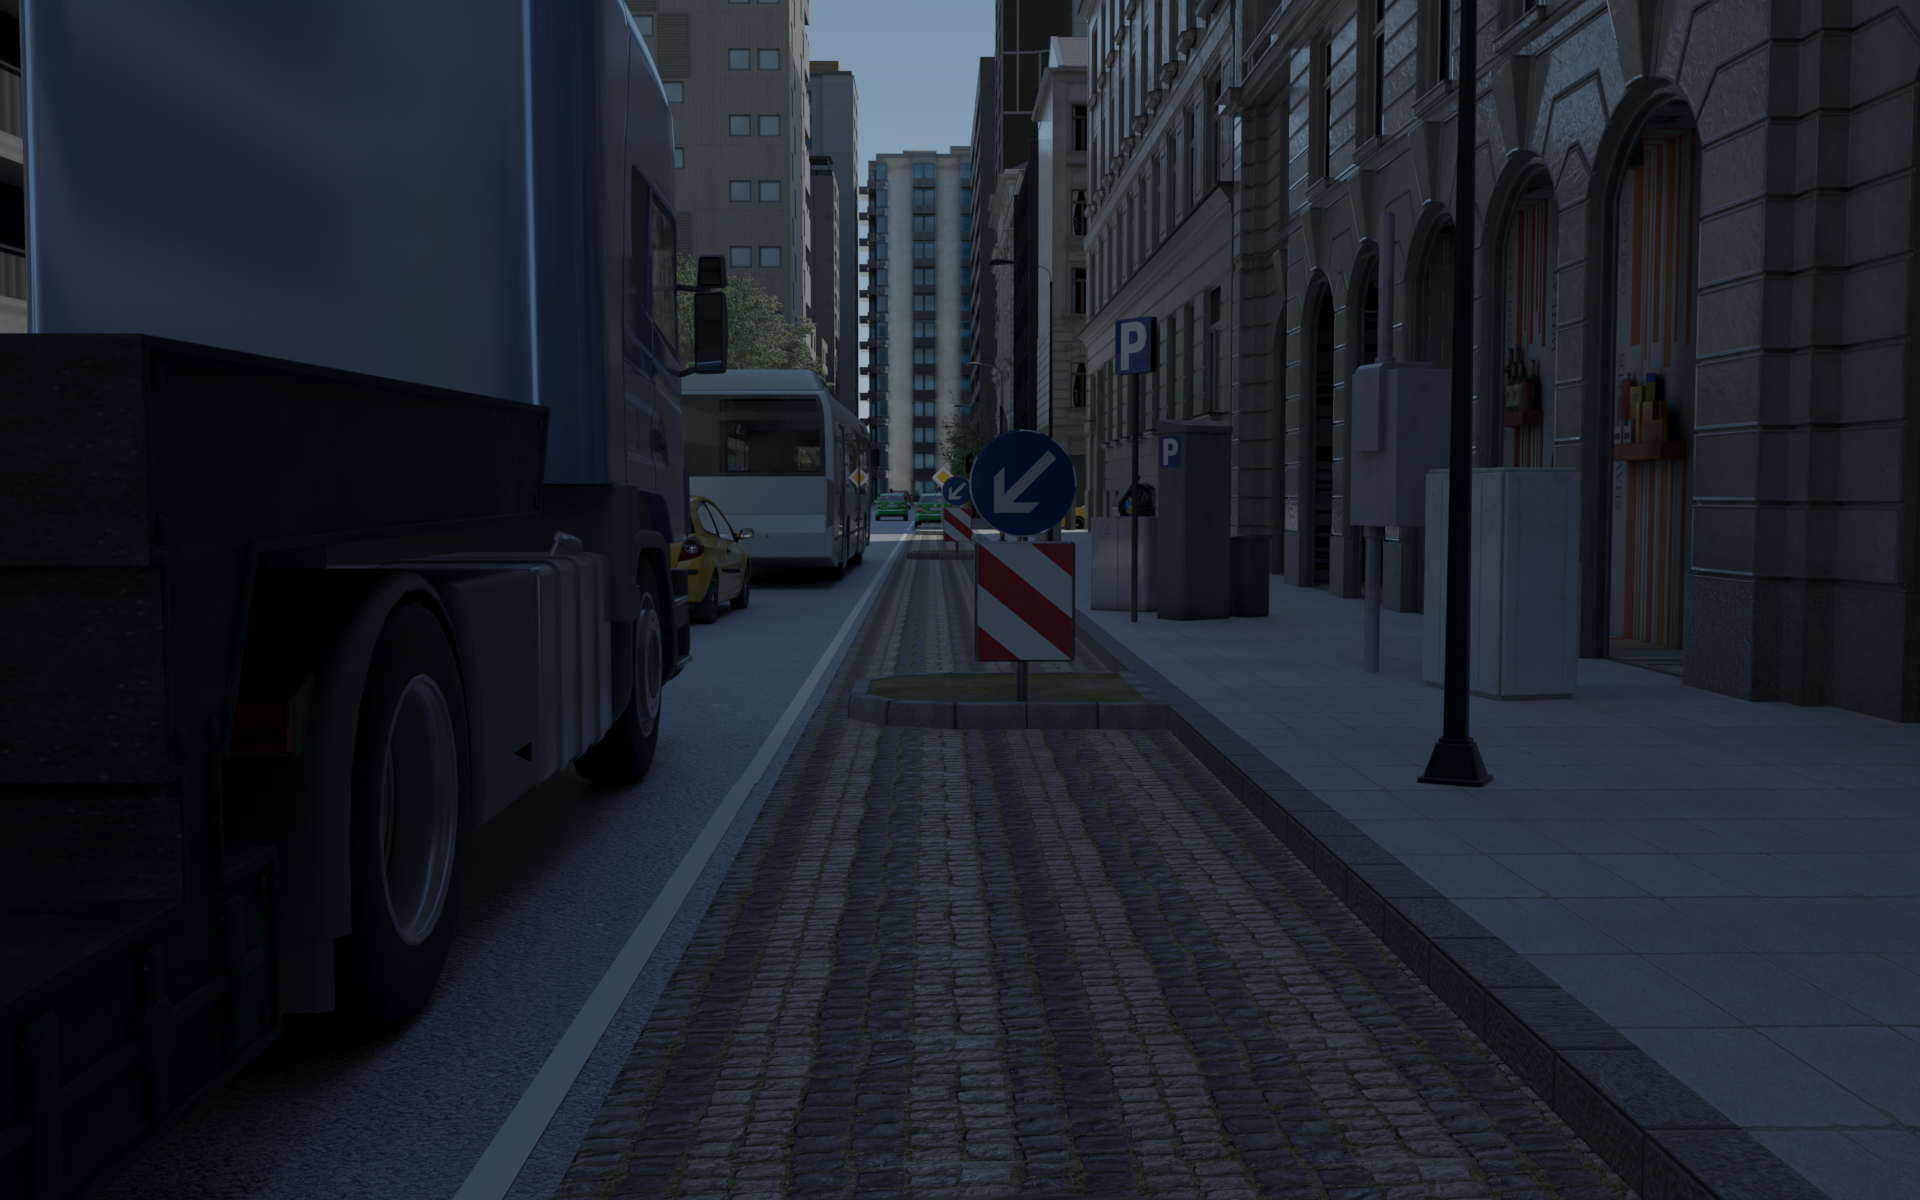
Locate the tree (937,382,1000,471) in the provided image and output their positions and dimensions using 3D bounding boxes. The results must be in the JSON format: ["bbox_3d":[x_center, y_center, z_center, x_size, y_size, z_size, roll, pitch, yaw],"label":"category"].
[{"bbox_3d":[0.840,-9.874,111.804,4.360,8.622,3.978,0,3,0],"label":"tree"}]

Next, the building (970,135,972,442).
[{"bbox_3d":[12.144,-35.678,207.033,21.300,48.544,21.600,0,4,-1],"label":"building"}]

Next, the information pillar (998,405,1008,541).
[{"bbox_3d":[1.157,-3.347,46.073,0.183,3.616,0.504,1,4,19],"label":"information pillar"}]

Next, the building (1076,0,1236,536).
[{"bbox_3d":[11.739,-12.899,44.175,16.112,22.955,30.059,0,4,-1],"label":"building"}]

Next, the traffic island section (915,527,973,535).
[{"bbox_3d":[-0.568,-2.391,61.372,2.009,0.180,2.903,0,4,-1],"label":"traffic island section"}]

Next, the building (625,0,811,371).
[{"bbox_3d":[-27.730,-34.719,156.886,28.713,52.752,27.495,0,4,-1],"label":"building"}]

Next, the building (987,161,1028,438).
[{"bbox_3d":[9.399,-21.124,132.764,14.401,28.519,23.554,0,4,-1],"label":"building"}]

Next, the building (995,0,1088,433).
[{"bbox_3d":[11.680,-44.360,163.543,20.563,71.187,20.611,0,4,-1],"label":"building"}]

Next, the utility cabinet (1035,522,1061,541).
[{"bbox_3d":[2.301,-2.217,44.931,0.318,1.500,1.173,2,4,24],"label":"utility cabinet"}]

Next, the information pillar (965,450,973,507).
[{"bbox_3d":[0.482,-6.199,92.701,0.504,3.616,0.183,-2,4,-32],"label":"information pillar"}]

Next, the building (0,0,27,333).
[{"bbox_3d":[-22.072,-35.753,22.807,20.563,71.187,20.611,0,4,-1],"label":"building"}]

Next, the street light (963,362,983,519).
[{"bbox_3d":[0.946,-5.425,61.236,1.470,5.913,1.316,0,4,-1],"label":"street light"}]

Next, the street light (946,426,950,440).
[{"bbox_3d":[-0.229,-8.873,117.621,1.470,5.913,1.316,0,4,-1],"label":"street light"}]

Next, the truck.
[{"bbox_3d":[-2.574,-0.718,1.491,2.967,4.110,18.799,0,4,-1],"label":"truck"}]

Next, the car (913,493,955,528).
[{"bbox_3d":[-1.031,-3.978,73.841,1.959,1.807,4.718,0,4,-1],"label":"car"}]

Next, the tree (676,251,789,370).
[{"bbox_3d":[-11.149,-9.155,75.439,9.928,11.665,9.643,0,3,0],"label":"tree"}]

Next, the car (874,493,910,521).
[{"bbox_3d":[-3.696,-5.202,93.843,1.959,1.807,4.718,0,4,-2],"label":"car"}]

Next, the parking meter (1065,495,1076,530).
[{"bbox_3d":[3.910,-3.408,61.436,0.255,1.863,0.399,2,4,35],"label":"parking meter"}]

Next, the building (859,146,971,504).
[{"bbox_3d":[1.407,-38.000,240.909,30.456,49.044,23.786,0,4,-1],"label":"building"}]

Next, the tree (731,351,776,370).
[{"bbox_3d":[-10.658,-8.529,89.808,4.737,8.622,4.395,0,3,0],"label":"tree"}]

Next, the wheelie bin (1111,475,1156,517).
[{"bbox_3d":[2.881,-1.264,28.581,0.693,1.594,0.980,0,4,-4],"label":"wheelie bin"}]

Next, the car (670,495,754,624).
[{"bbox_3d":[-3.524,-0.631,20.546,2.015,1.641,3.980,0,4,1],"label":"car"}]

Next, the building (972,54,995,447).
[{"bbox_3d":[12.491,-34.350,185.317,21.300,48.544,21.600,0,4,-1],"label":"building"}]

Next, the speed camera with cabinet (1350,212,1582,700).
[{"bbox_3d":[3.360,-1.060,11.663,0.660,3.252,2.038,-1,4,-15],"label":"speed camera with cabinet"}]

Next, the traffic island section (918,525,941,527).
[{"bbox_3d":[-0.701,-2.879,69.356,2.009,0.180,2.903,0,4,-1],"label":"traffic island section"}]

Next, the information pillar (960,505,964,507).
[{"bbox_3d":[0.139,-7.329,124.315,0.304,2.012,0.304,0,4,6],"label":"information pillar"}]

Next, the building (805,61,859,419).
[{"bbox_3d":[-28.168,-42.624,238.908,28.212,58.520,21.231,0,4,-1],"label":"building"}]

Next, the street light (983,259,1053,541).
[{"bbox_3d":[1.258,-3.780,34.347,1.470,5.913,1.316,0,4,-1],"label":"street light"}]

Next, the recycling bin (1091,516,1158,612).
[{"bbox_3d":[1.922,-0.410,19.253,0.722,1.027,0.722,2,4,32],"label":"recycling bin"}]

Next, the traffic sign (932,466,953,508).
[{"bbox_3d":[-0.591,-3.526,61.295,0.795,2.450,0.064,0,4,-1],"label":"traffic sign"}]

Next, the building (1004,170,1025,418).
[{"bbox_3d":[8.787,-17.267,111.198,11.050,23.489,19.941,0,4,-1],"label":"building"}]

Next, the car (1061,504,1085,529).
[{"bbox_3d":[5.524,-3.365,65.245,3.980,1.641,2.015,0,4,-1],"label":"car"}]

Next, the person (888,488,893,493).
[{"bbox_3d":[-4.503,-6.250,110.950,0.793,1.790,0.793,0,4,8],"label":"person"}]

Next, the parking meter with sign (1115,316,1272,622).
[{"bbox_3d":[2.426,-1.312,17.715,1.738,3.016,0.543,-2,4,-34],"label":"parking meter with sign"}]

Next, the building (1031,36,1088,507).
[{"bbox_3d":[12.499,-13.844,75.506,18.267,20.994,9.793,0,4,-1],"label":"building"}]

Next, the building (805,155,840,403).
[{"bbox_3d":[-21.785,-32.243,210.769,14.086,41.232,14.154,0,4,-1],"label":"building"}]

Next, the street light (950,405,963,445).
[{"bbox_3d":[0.369,-7.199,90.250,1.470,5.913,1.316,0,4,-1],"label":"street light"}]

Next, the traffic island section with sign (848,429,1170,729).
[{"bbox_3d":[0.271,-0.171,11.426,1.989,1.847,2.006,0,4,-1],"label":"traffic island section with sign"}]

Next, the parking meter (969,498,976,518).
[{"bbox_3d":[0.660,-5.083,91.514,0.372,1.533,0.369,0,3,0],"label":"parking meter"}]

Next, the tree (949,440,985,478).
[{"bbox_3d":[0.869,-7.437,105.306,4.285,4.588,4.351,0,3,0],"label":"tree"}]

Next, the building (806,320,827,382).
[{"bbox_3d":[-28.937,-20.873,186.310,27.650,21.520,28.899,0,4,-1],"label":"building"}]

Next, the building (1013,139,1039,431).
[{"bbox_3d":[9.394,-16.099,92.889,12.332,23.373,15.834,0,4,-1],"label":"building"}]

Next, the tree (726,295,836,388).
[{"bbox_3d":[-11.034,-11.085,99.374,7.486,12.596,7.792,0,3,0],"label":"tree"}]

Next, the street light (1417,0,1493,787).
[{"bbox_3d":[1.675,-2.142,7.568,1.470,5.913,1.316,0,4,-1],"label":"street light"}]

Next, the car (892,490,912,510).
[{"bbox_3d":[-5.569,-9.350,161.545,2.281,1.827,5.304,0,4,-2],"label":"car"}]

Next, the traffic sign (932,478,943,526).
[{"bbox_3d":[-0.725,-4.014,69.278,0.795,2.450,0.064,0,4,-1],"label":"traffic sign"}]

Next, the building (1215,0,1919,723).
[{"bbox_3d":[10.625,-10.726,17.177,13.314,21.916,24.055,0,4,-1],"label":"building"}]

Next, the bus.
[{"bbox_3d":[-3.179,-2.284,32.203,2.948,3.499,13.247,0,4,0],"label":"bus"}]
